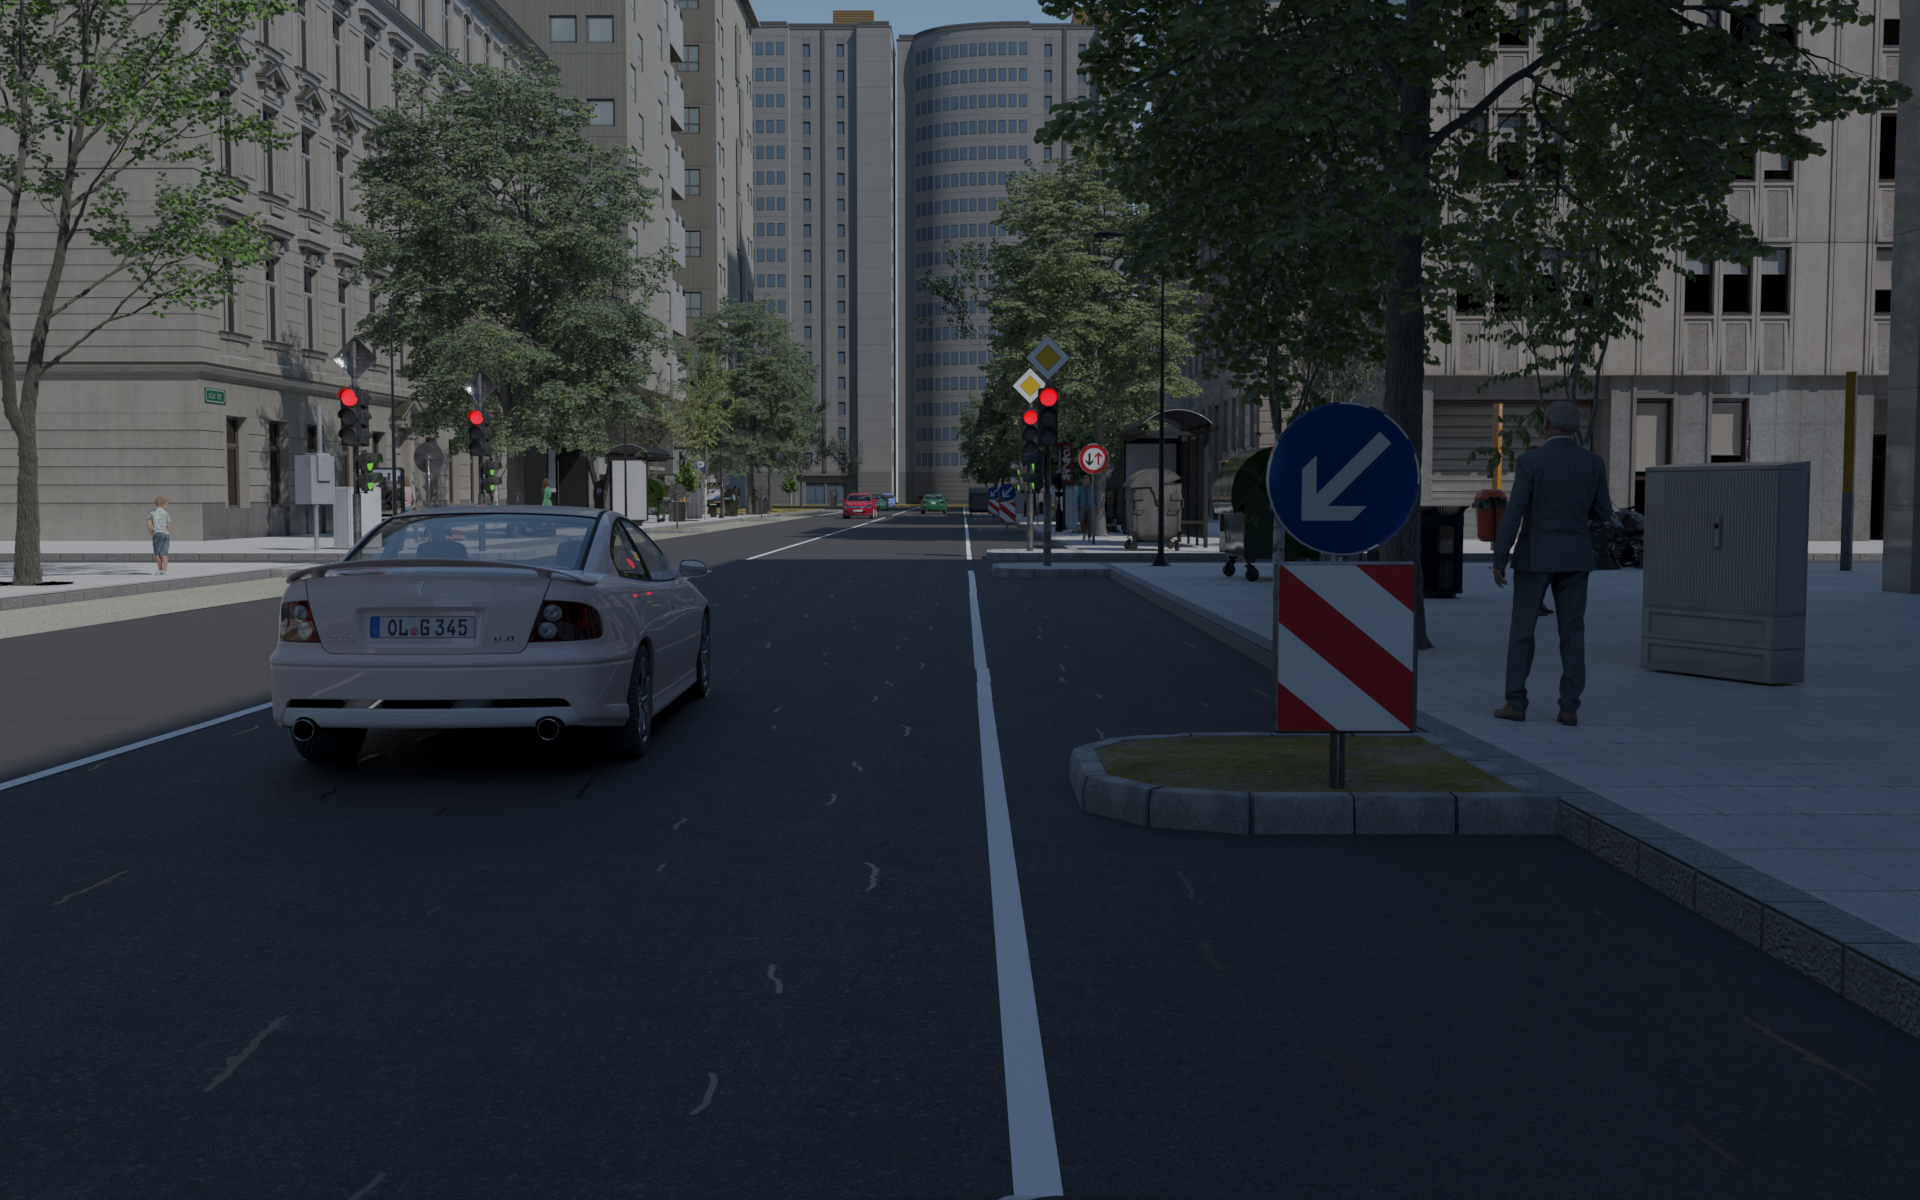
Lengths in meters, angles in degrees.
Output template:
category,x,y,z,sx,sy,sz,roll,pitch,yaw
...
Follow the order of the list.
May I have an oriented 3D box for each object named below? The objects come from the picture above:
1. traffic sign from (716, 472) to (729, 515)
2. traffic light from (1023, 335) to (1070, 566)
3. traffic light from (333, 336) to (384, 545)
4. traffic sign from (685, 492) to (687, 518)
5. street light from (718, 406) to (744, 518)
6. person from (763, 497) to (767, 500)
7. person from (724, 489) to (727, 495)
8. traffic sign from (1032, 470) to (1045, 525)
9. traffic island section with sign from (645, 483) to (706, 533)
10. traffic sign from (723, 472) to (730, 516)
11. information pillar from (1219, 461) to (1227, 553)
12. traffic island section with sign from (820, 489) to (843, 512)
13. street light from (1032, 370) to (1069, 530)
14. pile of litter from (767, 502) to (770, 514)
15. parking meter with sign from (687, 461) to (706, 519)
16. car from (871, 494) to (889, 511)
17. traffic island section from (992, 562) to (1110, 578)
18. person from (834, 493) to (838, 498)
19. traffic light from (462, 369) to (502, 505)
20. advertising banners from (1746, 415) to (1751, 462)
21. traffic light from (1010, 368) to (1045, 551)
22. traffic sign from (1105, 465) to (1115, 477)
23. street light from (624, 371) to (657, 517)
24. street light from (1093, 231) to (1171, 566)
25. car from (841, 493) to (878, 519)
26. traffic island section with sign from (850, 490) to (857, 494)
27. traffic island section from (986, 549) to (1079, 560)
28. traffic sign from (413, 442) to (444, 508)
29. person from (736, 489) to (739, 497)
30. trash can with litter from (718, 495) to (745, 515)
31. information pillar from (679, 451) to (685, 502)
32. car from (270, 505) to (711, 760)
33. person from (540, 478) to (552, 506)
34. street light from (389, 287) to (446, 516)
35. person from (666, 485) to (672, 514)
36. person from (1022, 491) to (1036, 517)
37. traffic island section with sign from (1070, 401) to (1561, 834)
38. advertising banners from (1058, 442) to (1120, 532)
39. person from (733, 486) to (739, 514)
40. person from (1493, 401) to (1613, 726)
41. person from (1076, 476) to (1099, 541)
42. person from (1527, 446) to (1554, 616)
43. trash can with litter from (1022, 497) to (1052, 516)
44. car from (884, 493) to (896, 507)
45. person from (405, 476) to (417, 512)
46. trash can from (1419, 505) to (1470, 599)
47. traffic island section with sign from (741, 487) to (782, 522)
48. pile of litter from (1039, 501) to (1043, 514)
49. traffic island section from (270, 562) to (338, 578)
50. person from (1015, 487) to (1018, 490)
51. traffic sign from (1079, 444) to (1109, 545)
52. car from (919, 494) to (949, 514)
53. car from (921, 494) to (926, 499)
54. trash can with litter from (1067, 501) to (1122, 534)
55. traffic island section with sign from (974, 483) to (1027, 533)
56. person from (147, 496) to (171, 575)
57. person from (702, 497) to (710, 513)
category,x,y,z,sx,sy,sz,roll,pitch,yaw
traffic sign,-13.445,-5.979,97.866,0.768,2.556,0.104,1,4,8
traffic light,1.538,-2.561,30.787,0.839,4.253,0.868,0,3,0
traffic light,-10.723,-2.561,30.788,0.839,4.253,0.868,0,3,0
traffic sign,-14.558,-5.622,92.029,0.768,2.556,0.104,0,4,6
street light,-12.138,-7.296,91.828,1.470,5.913,1.316,0,3,0
person,-17.156,-8.887,152.062,1.217,1.735,0.721,-2,4,-33
person,-18.987,-8.109,139.448,1.217,1.723,0.721,2,4,32
traffic sign,3.240,-4.270,71.940,0.606,2.300,0.079,0,4,4
traffic island section with sign,-10.395,-3.357,63.511,1.989,1.847,2.006,0,3,0
traffic sign,-13.766,-6.166,100.912,0.768,2.556,0.104,0,4,8
information pillar,5.906,-2.054,38.077,0.304,2.012,0.304,-1,4,-20
traffic island section with sign,-10.285,-8.076,140.666,1.989,1.847,2.006,0,3,0
street light,3.154,-5.433,61.369,1.470,5.913,1.316,0,3,0
pile of litter,-12.907,-6.021,112.400,1.176,0.858,1.719,-1,4,-9
parking meter with sign,-13.675,-5.712,89.658,0.543,3.016,1.738,1,4,10
car,-6.985,-8.165,145.287,2.131,1.459,4.920,0,3,0
traffic island section,1.578,-0.527,30.901,2.009,0.180,2.903,0,3,0
person,-13.402,-10.899,184.696,0.568,1.767,0.683,3,5,40
traffic light,-10.712,-3.049,38.773,0.839,4.253,0.868,0,3,0
advertising banners,17.769,-2.635,39.264,0.090,3.025,2.074,1,4,20
traffic light,1.549,-3.049,38.772,0.839,4.253,0.868,0,3,0
traffic sign,5.205,-3.840,62.519,0.795,2.593,0.064,1,4,9
street light,-12.126,-5.687,65.528,1.470,5.913,1.316,0,3,0
street light,3.041,-3.558,30.715,1.470,5.913,1.316,0,3,0
car,-5.827,-5.612,100.799,2.155,1.783,4.494,0,4,0
traffic island section with sign,-10.244,-9.732,167.749,1.989,1.847,2.006,0,3,0
traffic island section,1.589,-1.016,38.886,2.009,0.180,2.903,0,3,0
traffic sign,-12.959,-2.577,42.240,0.768,2.556,0.104,0,4,6
person,-19.664,-8.914,152.310,0.721,1.766,1.217,-1,4,-16
trash can with litter,-13.837,-5.702,104.289,2.233,1.210,1.678,-1,4,-9
information pillar,-15.148,-6.305,94.435,0.183,3.616,0.504,1,4,23
car,-2.667,0.100,10.721,2.083,1.381,4.827,0,4,-2
person,-13.632,-3.111,57.157,0.529,1.795,0.600,0,4,-6
street light,-12.198,-4.059,38.909,1.470,5.913,1.316,0,3,0
person,-18.756,-6.493,112.073,0.748,1.841,0.638,0,4,7
person,3.924,-5.594,97.682,0.721,1.800,0.419,2,4,30
traffic island section with sign,1.545,0.024,8.235,1.989,1.847,2.006,0,3,0
advertising banners,4.319,-3.786,58.091,2.074,3.025,0.090,0,4,1
person,-14.801,-6.550,112.989,0.795,1.843,0.661,0,4,-4
person,3.321,-0.219,9.807,0.661,1.801,0.590,0,4,-5
person,3.470,-2.503,47.303,0.601,1.785,0.444,1,4,14
person,6.168,-0.734,18.314,0.573,1.790,0.520,-1,4,-18
trash can with litter,4.518,-5.492,100.850,2.233,1.210,1.678,0,4,7
car,-7.948,-11.016,189.695,1.945,1.707,3.694,0,4,-1
person,-14.463,-2.372,45.416,0.643,1.750,0.593,3,5,41
trash can,5.916,-0.598,21.435,0.748,1.137,0.748,0,3,0
traffic island section with sign,-10.347,-5.005,90.466,1.989,1.847,2.006,0,3,0
pile of litter,5.052,-5.855,109.694,1.719,0.858,1.176,0,4,-7
traffic island section,-10.763,-0.529,30.923,2.009,0.180,2.903,0,3,0
person,4.226,-7.549,129.547,0.705,1.814,1.350,0,4,-6
traffic sign,3.393,-2.681,43.938,0.768,2.556,0.104,0,4,4
car,-1.867,-6.856,123.900,2.131,1.459,4.920,0,3,0
car,-2.717,-9.439,164.113,2.009,1.686,4.222,0,4,1
trash can with litter,4.551,-2.804,56.902,2.233,1.210,1.678,0,4,-3
traffic island section with sign,1.624,-3.392,64.087,1.989,1.847,2.006,0,3,0
person,-12.655,-1.018,27.365,0.332,1.250,0.352,0,4,-5
person,-17.022,-6.849,118.017,0.705,1.826,1.348,3,5,39
